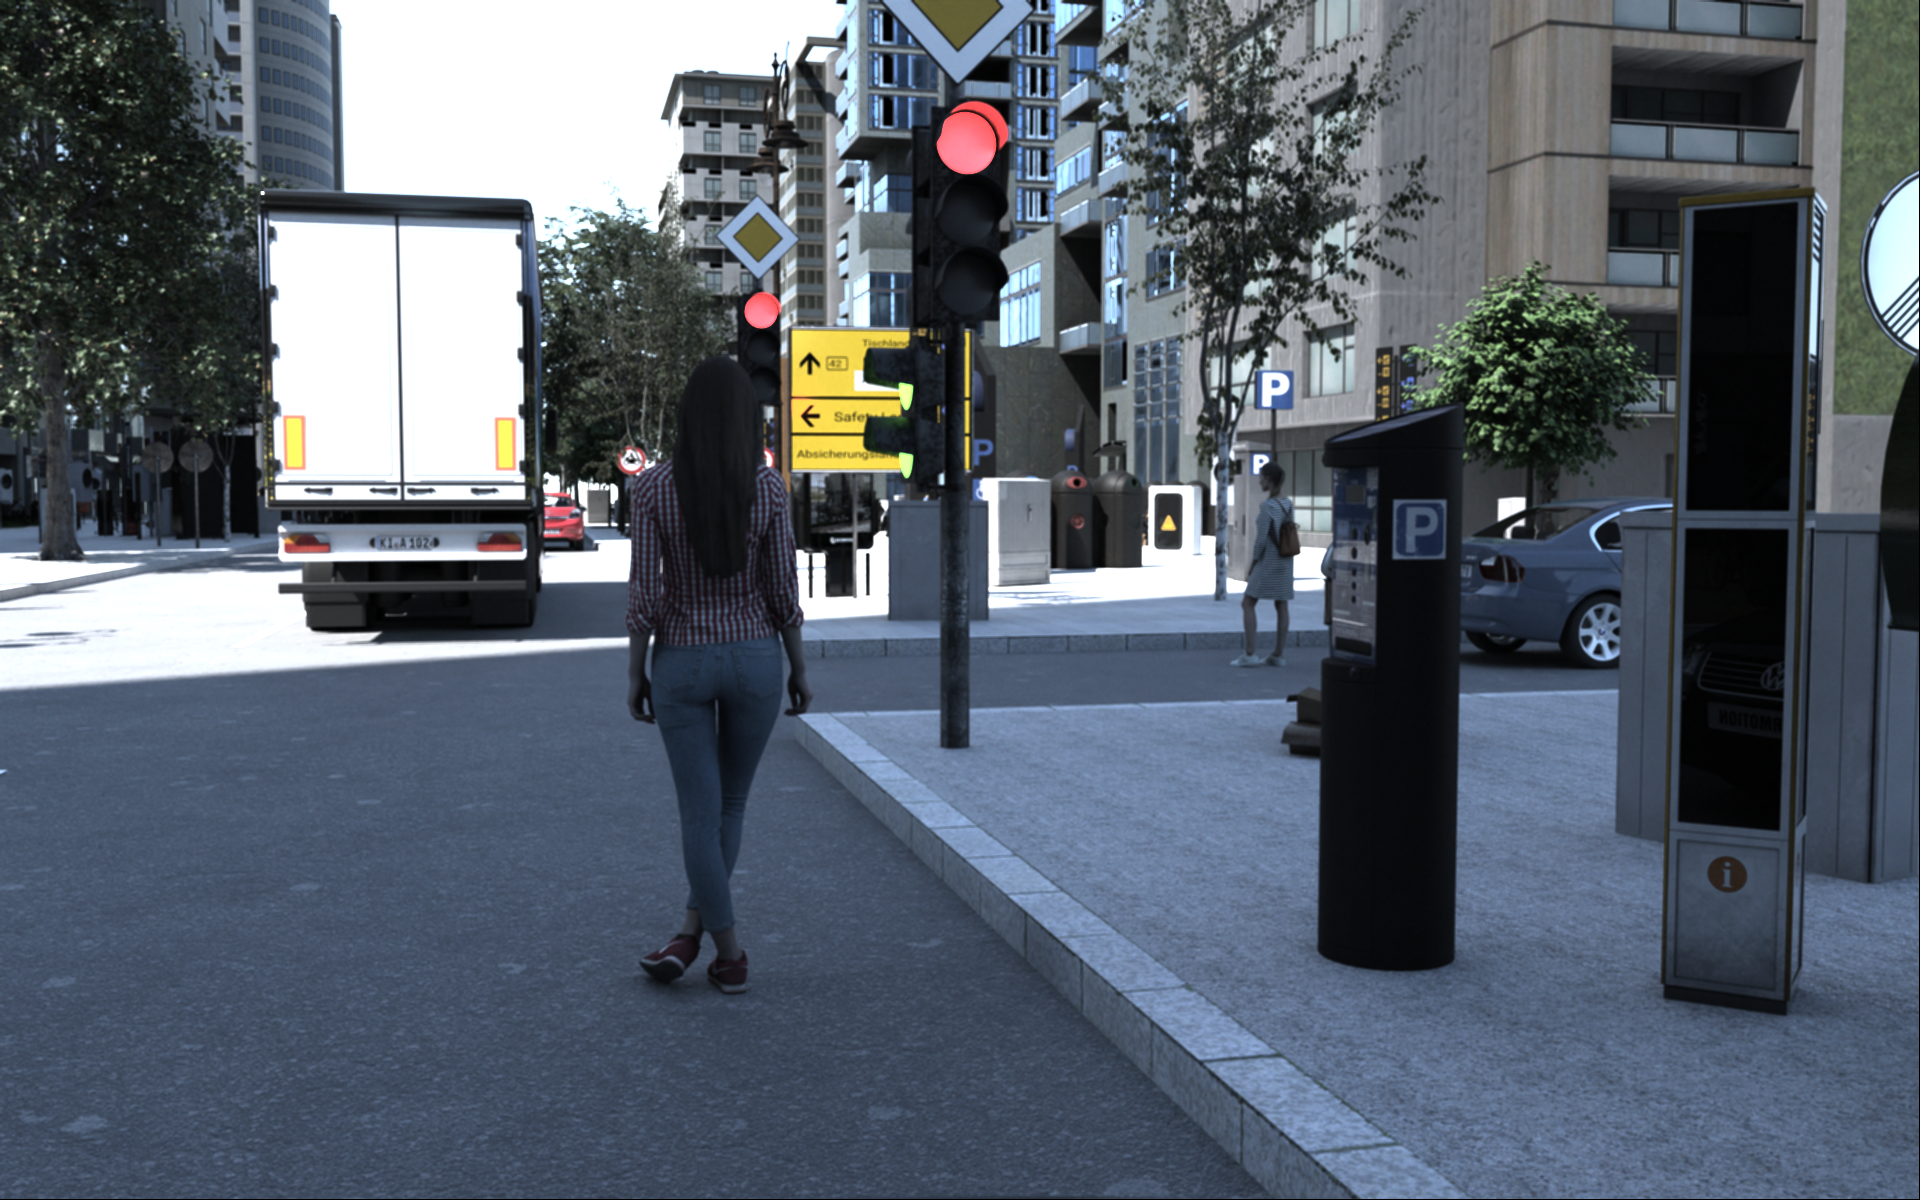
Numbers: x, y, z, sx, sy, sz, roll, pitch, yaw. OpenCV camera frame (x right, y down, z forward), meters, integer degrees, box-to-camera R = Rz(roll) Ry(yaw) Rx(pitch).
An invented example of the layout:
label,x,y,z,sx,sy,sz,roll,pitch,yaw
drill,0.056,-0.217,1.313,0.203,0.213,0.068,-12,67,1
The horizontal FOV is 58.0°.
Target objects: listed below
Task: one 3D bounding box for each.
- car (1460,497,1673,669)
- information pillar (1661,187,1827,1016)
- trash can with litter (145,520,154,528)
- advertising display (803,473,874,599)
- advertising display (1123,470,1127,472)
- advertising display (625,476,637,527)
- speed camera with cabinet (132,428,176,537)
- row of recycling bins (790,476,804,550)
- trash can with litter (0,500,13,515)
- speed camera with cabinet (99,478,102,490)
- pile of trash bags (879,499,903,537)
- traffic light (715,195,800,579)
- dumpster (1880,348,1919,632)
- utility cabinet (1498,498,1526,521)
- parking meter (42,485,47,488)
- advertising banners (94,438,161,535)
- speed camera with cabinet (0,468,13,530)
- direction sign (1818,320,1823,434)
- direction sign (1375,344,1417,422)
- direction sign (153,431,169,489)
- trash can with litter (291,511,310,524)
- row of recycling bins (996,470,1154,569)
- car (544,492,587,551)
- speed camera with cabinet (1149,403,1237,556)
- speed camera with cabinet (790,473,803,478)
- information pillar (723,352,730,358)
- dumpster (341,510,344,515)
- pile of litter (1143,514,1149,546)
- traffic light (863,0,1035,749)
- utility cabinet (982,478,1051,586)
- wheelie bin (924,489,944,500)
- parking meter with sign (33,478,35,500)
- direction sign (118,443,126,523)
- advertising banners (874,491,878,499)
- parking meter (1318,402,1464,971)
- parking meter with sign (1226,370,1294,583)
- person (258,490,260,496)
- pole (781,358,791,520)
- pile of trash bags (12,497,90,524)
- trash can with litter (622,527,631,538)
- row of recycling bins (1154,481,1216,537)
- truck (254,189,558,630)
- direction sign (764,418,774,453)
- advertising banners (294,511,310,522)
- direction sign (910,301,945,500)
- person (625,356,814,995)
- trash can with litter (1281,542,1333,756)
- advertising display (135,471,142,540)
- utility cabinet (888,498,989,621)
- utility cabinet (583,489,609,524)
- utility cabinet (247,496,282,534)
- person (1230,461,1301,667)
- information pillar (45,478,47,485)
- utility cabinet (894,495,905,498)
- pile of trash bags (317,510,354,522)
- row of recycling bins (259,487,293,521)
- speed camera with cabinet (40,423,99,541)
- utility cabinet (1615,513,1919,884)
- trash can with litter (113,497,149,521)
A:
label,x,y,z,sx,sy,sz,roll,pitch,yaw
car,6.275,-0.198,15.246,4.499,1.417,2.014,-1,4,-14
information pillar,1.983,0.006,4.389,0.304,2.012,0.304,2,4,31
trash can with litter,-30.460,-3.331,65.855,1.055,1.170,0.624,0,4,0
advertising display,-1.500,-0.996,21.503,0.974,1.923,0.123,-3,4,-37
advertising display,4.479,-2.586,47.490,0.123,1.923,0.974,1,4,10
advertising display,-11.858,-3.534,62.993,0.974,1.923,0.123,-1,4,-12
speed camera with cabinet,-24.175,-3.547,52.335,0.660,3.252,2.038,0,4,6
row of recycling bins,-3.792,-2.060,40.786,1.069,1.692,3.534,1,4,16
trash can with litter,-39.183,-3.668,71.353,1.055,1.170,0.624,3,4,39
speed camera with cabinet,-39.166,-5.035,76.659,2.038,3.252,0.660,-3,5,-45
pile of trash bags,-0.613,-2.550,51.445,3.447,1.369,1.912,3,5,40
traffic light,-1.931,-1.683,16.439,0.839,4.253,0.868,-1,4,-14
dumpster,2.957,-0.034,3.050,1.502,2.255,1.985,-1,4,-14
utility cabinet,9.603,-1.162,30.160,0.306,1.237,1.020,0,4,6
parking meter,-25.852,-2.494,49.186,0.372,1.533,0.369,0,3,0
advertising banners,-25.754,-3.514,53.640,2.074,3.025,0.090,0,4,-3
speed camera with cabinet,-34.363,-4.087,61.160,0.660,3.252,2.038,0,4,7
direction sign,10.806,-1.864,22.472,0.876,3.537,0.379,-1,4,-21
direction sign,6.677,-2.117,26.610,0.379,3.537,0.876,-2,4,-28
direction sign,-28.911,-4.327,62.749,0.876,3.537,0.379,2,4,32
trash can with litter,-28.345,-3.895,74.736,1.678,1.210,2.233,0,4,-3
row of recycling bins,1.466,-1.378,29.644,3.534,1.692,1.069,-2,4,-24
car,-10.722,-2.185,44.761,2.155,1.783,4.494,-1,4,-15
speed camera with cabinet,4.942,-2.534,35.768,2.038,3.252,0.660,2,4,29
speed camera with cabinet,-5.993,-4.275,64.240,0.660,3.252,2.038,0,4,2
information pillar,-3.765,-2.275,28.543,0.183,3.616,0.504,-2,4,-31
dumpster,-29.886,-4.910,82.765,1.502,2.255,1.985,-1,4,-14
pile of litter,4.477,-1.784,43.139,1.176,0.858,1.719,0,4,0
traffic light,-0.045,-1.208,8.679,0.839,4.253,0.868,-1,4,-14
utility cabinet,0.809,-0.955,24.285,0.318,1.500,1.173,3,5,40
wheelie bin,-0.725,-3.052,57.807,0.980,1.594,0.693,0,4,-1
parking meter with sign,-40.544,-4.974,77.586,1.738,3.016,0.543,-1,4,-23
direction sign,-37.545,-5.243,77.712,0.379,3.537,0.876,0,4,-6
advertising banners,-4.233,-4.345,67.230,2.074,3.025,0.090,0,4,-5
parking meter,1.188,0.221,4.790,0.372,1.533,0.369,0,3,0
parking meter with sign,4.312,-1.778,25.324,0.543,3.016,1.738,-1,4,-8
person,-65.842,-9.426,162.625,0.705,1.823,1.348,-2,4,-30
pole,-2.654,-1.972,26.079,0.158,3.312,0.155,0,3,0
pile of trash bags,-38.762,-3.897,73.461,3.447,1.369,1.912,-2,4,-25
trash can with litter,-9.446,-2.443,51.322,1.055,1.170,0.624,-2,4,-32
row of recycling bins,6.989,-2.832,53.413,1.069,1.692,3.534,-3,5,-42
truck,-6.487,-2.002,21.644,2.839,4.237,11.283,-1,4,-13
direction sign,-5.730,-3.664,51.899,0.379,3.537,0.876,-3,4,-37
advertising banners,-29.374,-4.938,76.919,0.090,3.025,2.074,-3,5,-42
direction sign,-0.287,-1.704,19.862,0.379,3.537,0.876,-3,5,-41
person,-0.688,0.214,5.012,0.555,1.821,0.388,-2,4,-26
trash can with litter,2.060,0.163,8.724,0.624,1.170,1.055,2,4,34
advertising display,-23.238,-2.677,48.983,0.123,1.923,0.974,-2,4,-26
utility cabinet,-0.222,-0.398,17.673,1.020,1.237,0.306,0,4,-2
utility cabinet,-15.530,-3.991,73.936,0.318,1.500,1.173,3,4,38
utility cabinet,-22.444,-2.734,55.861,1.020,1.237,0.306,-2,4,-24
person,2.596,-0.300,14.410,0.522,1.701,0.512,3,5,41
information pillar,-27.331,-2.916,52.171,0.304,2.012,0.304,-3,4,-39
utility cabinet,-2.723,-4.410,83.272,0.306,1.237,1.020,3,5,39
pile of trash bags,-27.981,-4.177,78.046,1.912,1.369,3.447,-1,4,-21
row of recycling bins,-32.579,-4.677,83.589,1.069,1.692,3.534,0,4,8
speed camera with cabinet,-24.714,-3.275,47.881,0.660,3.252,2.038,0,4,-3
utility cabinet,2.859,0.306,6.162,0.306,1.237,1.020,-2,4,-31
trash can with litter,-39.218,-4.321,81.714,2.233,1.210,1.678,2,4,23
